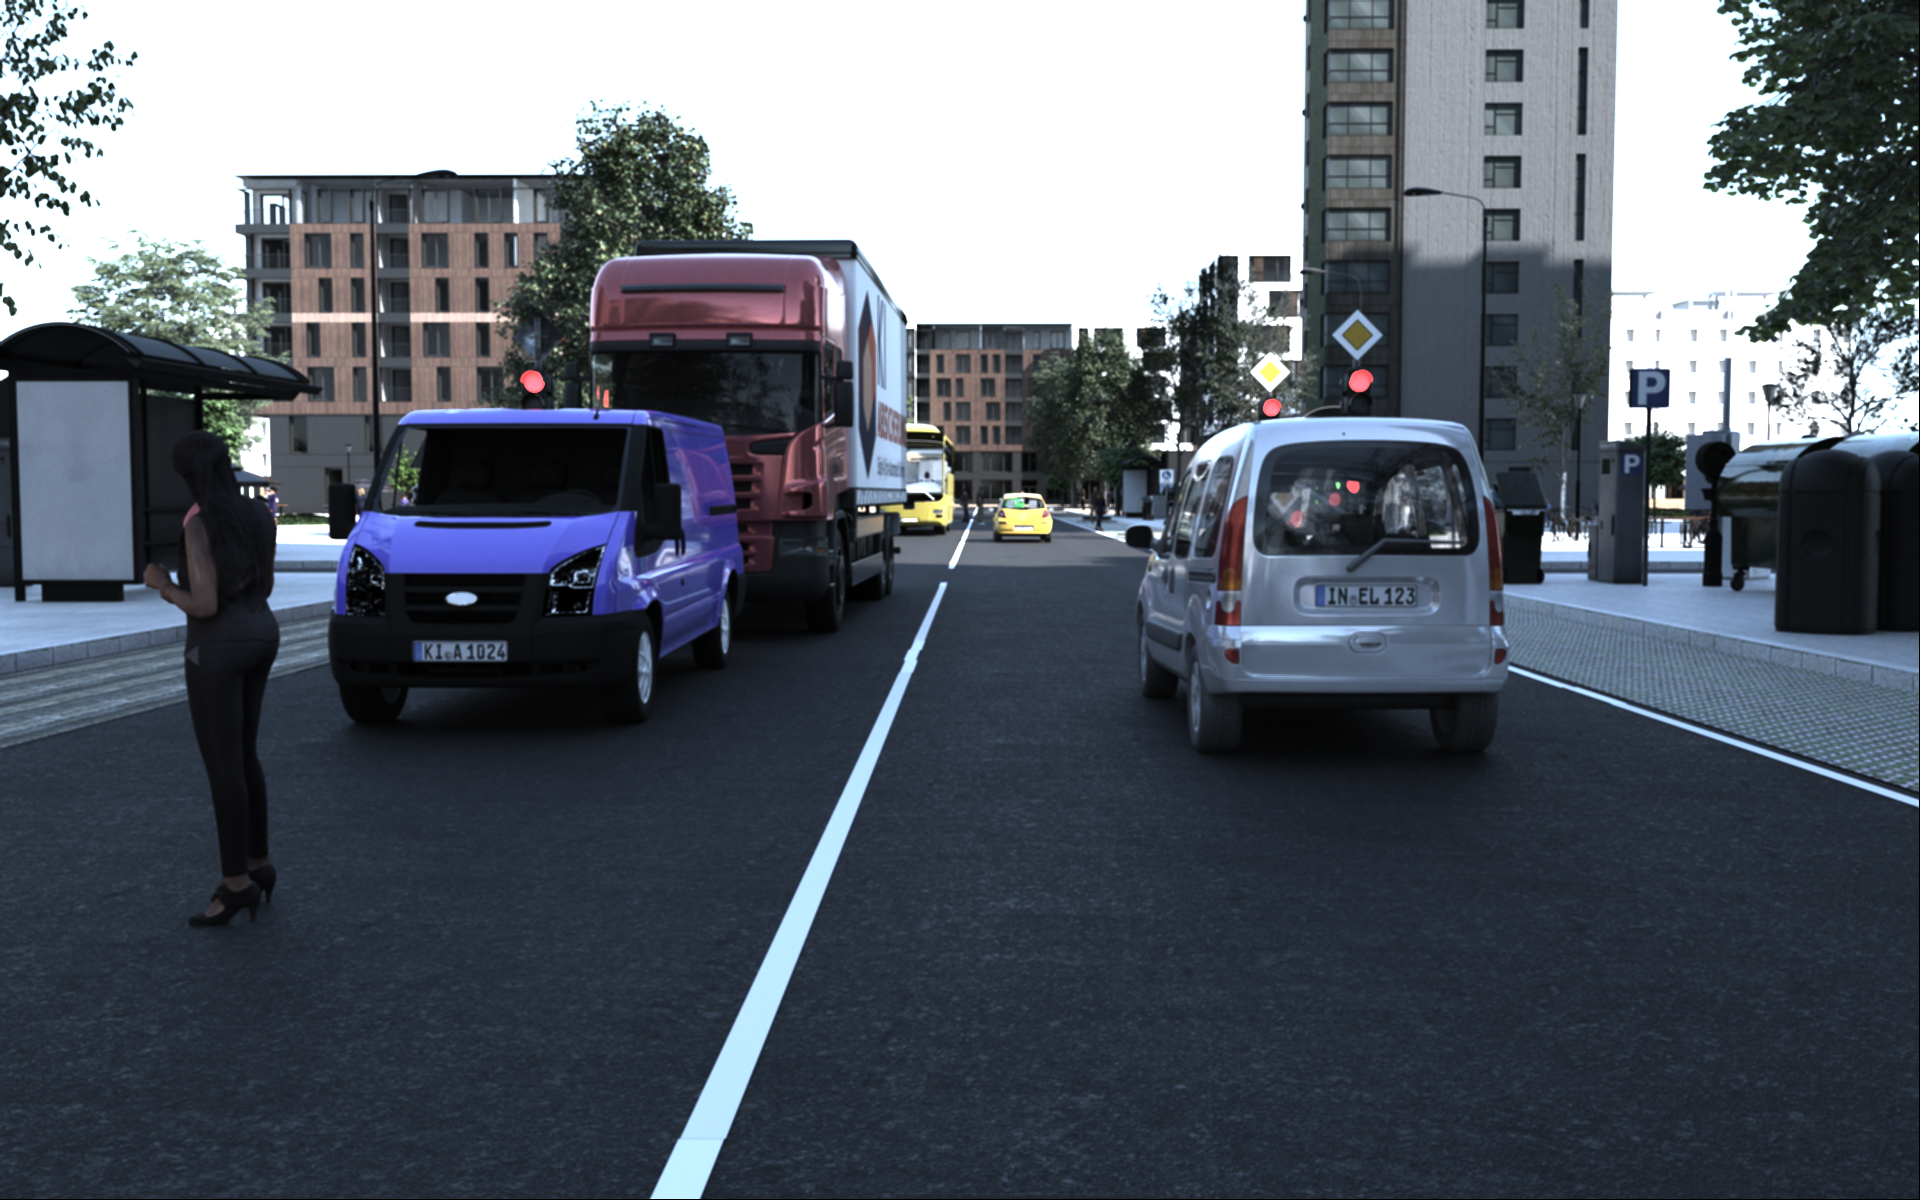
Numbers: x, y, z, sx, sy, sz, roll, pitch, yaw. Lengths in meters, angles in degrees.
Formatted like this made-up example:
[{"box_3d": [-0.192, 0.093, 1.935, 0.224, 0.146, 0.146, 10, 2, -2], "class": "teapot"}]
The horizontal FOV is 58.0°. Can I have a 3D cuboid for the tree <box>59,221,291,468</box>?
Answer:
[{"box_3d": [-37.326, -10.741, 82.278, 9.857, 13.997, 8.962, 0, 3, 0], "class": "tree"}]

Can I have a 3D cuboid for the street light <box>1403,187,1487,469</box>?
[{"box_3d": [7.416, -3.294, 26.391, 1.470, 5.913, 1.316, 0, 4, 1], "class": "street light"}]

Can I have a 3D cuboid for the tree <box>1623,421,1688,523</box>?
[{"box_3d": [31.167, -5.733, 77.445, 4.285, 4.588, 4.351, 0, 3, 0], "class": "tree"}]

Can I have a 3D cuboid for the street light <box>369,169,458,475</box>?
[{"box_3d": [-7.880, -3.204, 24.926, 1.470, 5.913, 1.316, 0, 4, 1], "class": "street light"}]

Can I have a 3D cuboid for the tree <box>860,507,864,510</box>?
[{"box_3d": [-7.998, -12.286, 135.289, 7.601, 10.594, 8.767, 0, 4, -6], "class": "tree"}]

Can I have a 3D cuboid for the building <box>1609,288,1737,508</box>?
[{"box_3d": [64.592, -18.915, 165.672, 11.380, 20.091, 16.016, 0, 4, 1], "class": "building"}]

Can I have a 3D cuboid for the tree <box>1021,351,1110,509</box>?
[{"box_3d": [10.221, -15.105, 153.619, 9.857, 13.997, 8.962, 0, 3, 0], "class": "tree"}]

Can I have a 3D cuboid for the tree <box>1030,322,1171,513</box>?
[{"box_3d": [9.561, -12.151, 115.680, 9.611, 12.733, 9.660, 0, 3, 0], "class": "tree"}]

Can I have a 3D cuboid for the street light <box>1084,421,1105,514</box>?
[{"box_3d": [8.544, -8.378, 109.528, 1.470, 5.913, 1.316, 0, 4, 1], "class": "street light"}]

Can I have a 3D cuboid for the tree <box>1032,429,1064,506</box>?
[{"box_3d": [11.109, -15.176, 182.543, 7.601, 10.594, 8.767, 0, 4, -1], "class": "tree"}]

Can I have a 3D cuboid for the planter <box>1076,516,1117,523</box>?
[{"box_3d": [6.854, -4.044, 87.263, 1.991, 0.319, 1.994, 0, 4, 1], "class": "planter"}]

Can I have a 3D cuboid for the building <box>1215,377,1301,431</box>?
[{"box_3d": [25.165, -11.388, 128.334, 9.099, 9.664, 28.070, 0, 4, 1], "class": "building"}]

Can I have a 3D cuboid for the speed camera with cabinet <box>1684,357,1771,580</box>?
[{"box_3d": [11.469, -1.924, 25.801, 0.660, 3.252, 2.038, 3, 5, 44], "class": "speed camera with cabinet"}]

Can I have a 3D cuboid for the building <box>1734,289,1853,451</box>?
[{"box_3d": [75.978, -18.938, 166.063, 11.380, 20.091, 16.016, 0, 4, 1], "class": "building"}]

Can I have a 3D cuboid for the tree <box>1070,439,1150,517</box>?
[{"box_3d": [9.336, -7.003, 98.210, 4.285, 4.588, 4.351, 0, 3, 0], "class": "tree"}]

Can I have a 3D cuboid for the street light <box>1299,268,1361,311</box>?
[{"box_3d": [7.677, -3.867, 35.770, 1.470, 5.913, 1.316, 0, 4, 1], "class": "street light"}]

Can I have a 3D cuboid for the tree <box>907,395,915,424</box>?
[{"box_3d": [-7.549, -15.805, 176.544, 7.486, 12.596, 7.792, 0, 3, 0], "class": "tree"}]

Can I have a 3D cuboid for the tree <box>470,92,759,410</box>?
[{"box_3d": [-9.117, -8.116, 49.706, 9.611, 12.733, 9.660, 0, 3, 0], "class": "tree"}]

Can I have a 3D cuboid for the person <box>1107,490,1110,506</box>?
[{"box_3d": [15.186, -10.543, 179.223, 0.742, 1.727, 0.445, 2, 4, 27], "class": "person"}]

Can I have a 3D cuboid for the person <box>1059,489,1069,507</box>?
[{"box_3d": [10.255, -9.916, 168.194, 1.348, 1.821, 0.705, 1, 4, 13], "class": "person"}]

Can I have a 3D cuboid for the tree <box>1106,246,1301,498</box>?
[{"box_3d": [9.240, -7.973, 64.770, 7.601, 10.594, 8.767, -1, 4, -9], "class": "tree"}]

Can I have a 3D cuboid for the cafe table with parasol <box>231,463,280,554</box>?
[{"box_3d": [-15.499, -1.945, 36.659, 2.610, 1.966, 2.610, 3, 5, 41], "class": "cafe table with parasol"}]

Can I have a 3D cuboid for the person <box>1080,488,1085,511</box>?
[{"box_3d": [9.295, -7.635, 131.599, 0.721, 1.735, 1.217, 0, 4, -7], "class": "person"}]

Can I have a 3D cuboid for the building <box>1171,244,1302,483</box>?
[{"box_3d": [35.357, -19.215, 158.136, 27.936, 21.610, 32.646, 0, 4, 1], "class": "building"}]

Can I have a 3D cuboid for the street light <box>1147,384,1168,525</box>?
[{"box_3d": [8.131, -6.110, 72.446, 1.470, 5.913, 1.316, 0, 4, 1], "class": "street light"}]

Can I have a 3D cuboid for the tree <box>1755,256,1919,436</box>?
[{"box_3d": [32.980, -7.879, 63.235, 7.601, 10.594, 8.767, 0, 4, -1], "class": "tree"}]

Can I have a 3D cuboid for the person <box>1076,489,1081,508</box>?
[{"box_3d": [10.587, -9.137, 155.959, 0.617, 1.759, 0.750, 1, 4, 14], "class": "person"}]

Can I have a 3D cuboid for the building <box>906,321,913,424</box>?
[{"box_3d": [-21.391, -22.890, 218.227, 32.646, 21.610, 27.936, 0, 4, 1], "class": "building"}]

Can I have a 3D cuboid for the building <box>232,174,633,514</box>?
[{"box_3d": [-32.254, -17.325, 127.237, 27.936, 21.610, 32.646, 0, 4, 1], "class": "building"}]

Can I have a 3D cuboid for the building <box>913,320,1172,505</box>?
[{"box_3d": [11.249, -22.848, 217.543, 32.646, 21.610, 27.936, 0, 4, 1], "class": "building"}]

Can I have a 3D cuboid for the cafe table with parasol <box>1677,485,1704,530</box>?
[{"box_3d": [26.703, -3.440, 61.105, 2.610, 1.966, 2.610, 1, 4, 22], "class": "cafe table with parasol"}]

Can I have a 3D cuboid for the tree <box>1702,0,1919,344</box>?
[{"box_3d": [8.839, -5.819, 13.269, 7.486, 12.596, 7.792, 0, 3, 0], "class": "tree"}]

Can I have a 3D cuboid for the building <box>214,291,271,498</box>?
[{"box_3d": [-63.329, -19.069, 168.193, 11.380, 20.091, 16.016, 0, 4, 1], "class": "building"}]

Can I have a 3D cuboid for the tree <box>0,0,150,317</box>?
[{"box_3d": [-9.433, -3.945, 14.869, 4.737, 8.622, 4.395, 0, 3, 0], "class": "tree"}]

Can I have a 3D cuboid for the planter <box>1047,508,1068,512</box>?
[{"box_3d": [7.524, -7.106, 137.322, 1.991, 0.319, 1.994, 0, 4, 1], "class": "planter"}]

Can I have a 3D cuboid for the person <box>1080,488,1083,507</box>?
[{"box_3d": [11.910, -9.962, 168.857, 0.705, 1.831, 1.348, 0, 4, 5], "class": "person"}]

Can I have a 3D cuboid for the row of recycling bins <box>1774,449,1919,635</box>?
[{"box_3d": [9.294, -0.588, 16.728, 3.534, 1.692, 1.069, -2, 4, -28], "class": "row of recycling bins"}]

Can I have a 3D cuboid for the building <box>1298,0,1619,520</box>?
[{"box_3d": [24.829, -19.497, 90.480, 14.160, 30.474, 14.107, 0, 4, 1], "class": "building"}]

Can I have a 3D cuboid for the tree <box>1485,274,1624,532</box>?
[{"box_3d": [20.168, -6.595, 58.185, 4.360, 8.622, 3.978, 0, 3, 0], "class": "tree"}]

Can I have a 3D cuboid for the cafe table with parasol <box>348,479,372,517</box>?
[{"box_3d": [-26.509, -4.405, 76.888, 2.610, 1.966, 2.610, 0, 4, 2], "class": "cafe table with parasol"}]

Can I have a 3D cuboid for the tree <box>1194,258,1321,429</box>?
[{"box_3d": [9.365, -6.315, 53.611, 4.360, 8.622, 3.978, 0, 3, 0], "class": "tree"}]

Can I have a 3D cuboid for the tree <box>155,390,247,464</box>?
[{"box_3d": [-21.294, -3.911, 47.657, 4.285, 4.588, 4.351, 0, 3, 0], "class": "tree"}]

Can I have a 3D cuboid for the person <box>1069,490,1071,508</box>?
[{"box_3d": [10.311, -9.404, 161.272, 0.415, 1.643, 0.593, 0, 4, 7], "class": "person"}]

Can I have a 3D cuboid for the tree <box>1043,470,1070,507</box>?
[{"box_3d": [10.029, -11.752, 175.855, 4.285, 4.588, 4.351, 0, 3, 0], "class": "tree"}]
